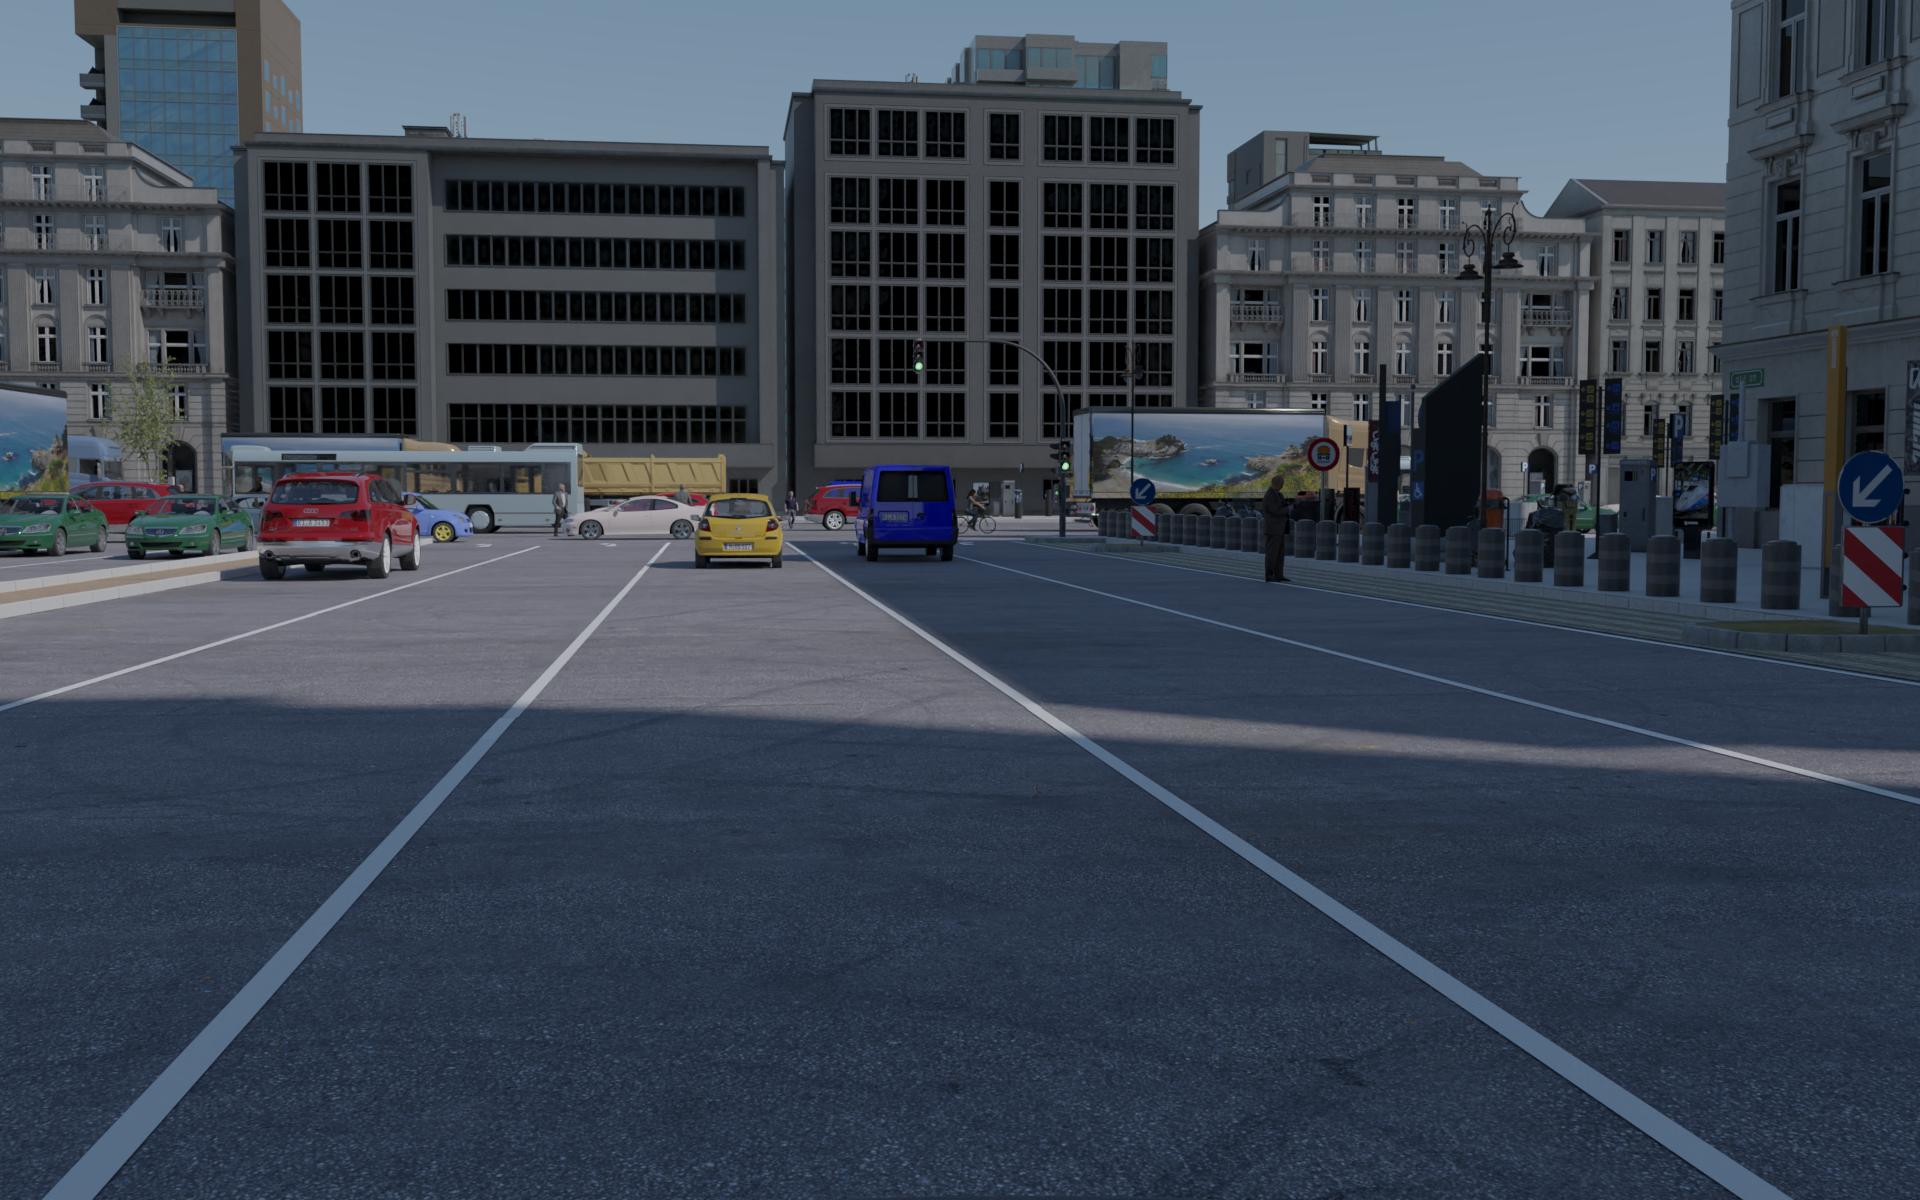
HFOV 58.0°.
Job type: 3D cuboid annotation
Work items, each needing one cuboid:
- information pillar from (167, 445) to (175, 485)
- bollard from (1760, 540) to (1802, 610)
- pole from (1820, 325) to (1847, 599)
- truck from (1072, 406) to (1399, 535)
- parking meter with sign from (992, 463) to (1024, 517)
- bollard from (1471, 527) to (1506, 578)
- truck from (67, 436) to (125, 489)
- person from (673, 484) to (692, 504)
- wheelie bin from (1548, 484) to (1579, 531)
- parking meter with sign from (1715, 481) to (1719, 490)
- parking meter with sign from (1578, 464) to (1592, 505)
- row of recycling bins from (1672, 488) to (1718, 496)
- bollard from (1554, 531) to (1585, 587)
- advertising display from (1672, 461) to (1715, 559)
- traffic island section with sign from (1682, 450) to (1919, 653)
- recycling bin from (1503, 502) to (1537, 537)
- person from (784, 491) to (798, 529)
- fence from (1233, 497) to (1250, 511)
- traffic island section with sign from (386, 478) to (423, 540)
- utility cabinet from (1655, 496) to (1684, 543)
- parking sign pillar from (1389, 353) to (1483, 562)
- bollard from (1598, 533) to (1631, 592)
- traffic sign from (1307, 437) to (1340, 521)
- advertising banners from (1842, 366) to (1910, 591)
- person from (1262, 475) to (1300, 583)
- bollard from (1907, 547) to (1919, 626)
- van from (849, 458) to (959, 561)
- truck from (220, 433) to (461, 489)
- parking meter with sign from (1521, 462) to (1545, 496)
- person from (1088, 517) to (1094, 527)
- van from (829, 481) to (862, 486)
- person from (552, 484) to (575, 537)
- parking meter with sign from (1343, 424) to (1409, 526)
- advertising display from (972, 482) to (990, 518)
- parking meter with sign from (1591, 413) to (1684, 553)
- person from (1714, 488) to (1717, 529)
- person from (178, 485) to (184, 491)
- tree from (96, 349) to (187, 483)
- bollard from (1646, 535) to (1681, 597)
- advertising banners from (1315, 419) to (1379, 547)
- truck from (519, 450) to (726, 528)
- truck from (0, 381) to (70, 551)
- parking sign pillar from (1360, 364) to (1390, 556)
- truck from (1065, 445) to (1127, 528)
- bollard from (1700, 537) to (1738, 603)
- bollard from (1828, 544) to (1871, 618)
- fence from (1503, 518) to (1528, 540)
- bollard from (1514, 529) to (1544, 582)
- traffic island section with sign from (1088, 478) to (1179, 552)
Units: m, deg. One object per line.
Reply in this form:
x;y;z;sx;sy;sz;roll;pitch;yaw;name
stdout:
-37.926;-5.623;83.298;0.504;3.616;0.183;3;5;39;information pillar
9.177;-0.284;19.358;0.404;0.777;0.398;0;3;0;bollard
10.647;-1.667;21.107;0.158;3.312;0.155;0;3;0;pole
9.480;-4.192;57.460;11.283;4.237;2.839;-1;4;-10;truck
2.664;-6.168;97.105;1.738;3.016;0.543;-1;4;-13;parking meter with sign
8.147;-0.724;26.547;0.404;0.777;0.398;0;3;0;bollard
-45.612;-5.204;74.848;18.799;4.110;2.967;-1;4;-10;truck
-9.357;-3.018;58.244;0.661;1.777;0.834;-1;4;-16;person
18.184;-2.701;52.076;0.980;1.594;0.693;-2;4;-24;wheelie bin
46.031;-6.635;104.747;1.738;3.016;0.543;0;4;7;parking meter with sign
36.130;-6.366;100.341;1.738;3.016;0.543;-2;4;-35;parking meter with sign
43.970;-5.832;102.458;3.534;1.692;1.069;0;4;7;row of recycling bins
8.494;-0.577;24.145;0.404;0.777;0.398;0;3;0;bollard
14.453;-1.770;34.145;0.123;1.923;0.974;-1;4;-20;advertising display
8.071;-0.482;16.506;1.989;1.847;2.006;0;4;-8;traffic island section with sign
16.885;-2.428;52.247;0.722;1.027;0.722;-1;4;-23;recycling bin
-6.903;-3.706;71.296;0.569;1.553;0.471;1;4;12;person
7.714;-2.217;47.454;0.480;1.192;2.264;1;4;21;fence
-16.270;-2.508;49.140;2.006;1.907;1.989;0;4;-8;traffic island section with sign
18.354;-2.066;44.944;1.020;1.237;0.306;-1;4;-23;utility cabinet
9.291;-2.727;33.060;1.447;3.967;1.447;-1;4;-21;parking sign pillar
8.669;-0.503;22.945;0.404;0.777;0.398;0;3;0;bollard
8.137;-2.371;38.877;0.768;2.556;0.104;0;4;-6;traffic sign
12.119;-1.653;23.212;0.090;3.025;2.074;0;4;-1;advertising banners
5.187;-1.155;28.069;0.600;1.739;0.565;0;4;4;person
9.518;-0.138;16.969;0.404;0.777;0.398;0;3;0;bollard
-1.271;-2.094;38.619;2.240;2.365;5.245;0;4;-7;van
-28.262;-5.624;80.871;11.283;4.237;2.839;0;4;-7;truck
30.938;-5.906;92.826;0.543;3.016;1.738;-3;4;-37;parking meter with sign
5.688;-4.062;75.261;0.624;1.780;0.694;-3;5;-39;person
-3.809;-4.851;83.695;5.245;2.365;2.240;0;4;-7;van
-13.321;-3.011;58.133;0.834;1.777;0.661;2;4;31;person
10.474;-2.870;43.184;1.738;3.016;0.543;2;4;26;parking meter with sign
1.140;-5.369;93.001;0.974;1.923;0.123;1;4;22;advertising display
14.918;-2.560;38.112;0.543;3.016;1.738;-3;5;-44;parking meter with sign
30.766;-3.792;70.859;0.694;1.780;0.624;-2;4;-27;person
-28.310;-3.289;62.757;0.515;1.767;0.782;-1;4;-10;person
-40.991;-8.377;87.334;4.737;8.622;4.395;0;3;0;tree
8.833;-0.430;21.749;0.404;0.777;0.398;0;3;0;bollard
9.123;-2.705;40.418;2.074;3.025;0.090;-2;4;-29;advertising banners
-15.097;-4.837;75.008;9.791;3.379;3.469;-1;4;-9;truck
-24.704;-3.207;41.349;2.839;4.237;11.283;0;4;-7;truck
9.050;-2.944;36.612;1.447;3.967;1.447;1;4;14;parking sign pillar
8.006;-4.357;67.157;9.791;3.379;3.469;-1;4;-8;truck
9.004;-0.357;20.547;0.404;0.777;0.398;0;3;0;bollard
9.342;-0.211;18.162;0.404;0.777;0.398;0;3;0;bollard
13.350;-1.640;42.190;2.069;0.683;0.278;-3;4;-37;fence
8.326;-0.650;25.345;0.404;0.777;0.398;0;3;0;bollard
4.268;-2.114;43.193;1.989;1.847;2.006;0;4;-8;traffic island section with sign
